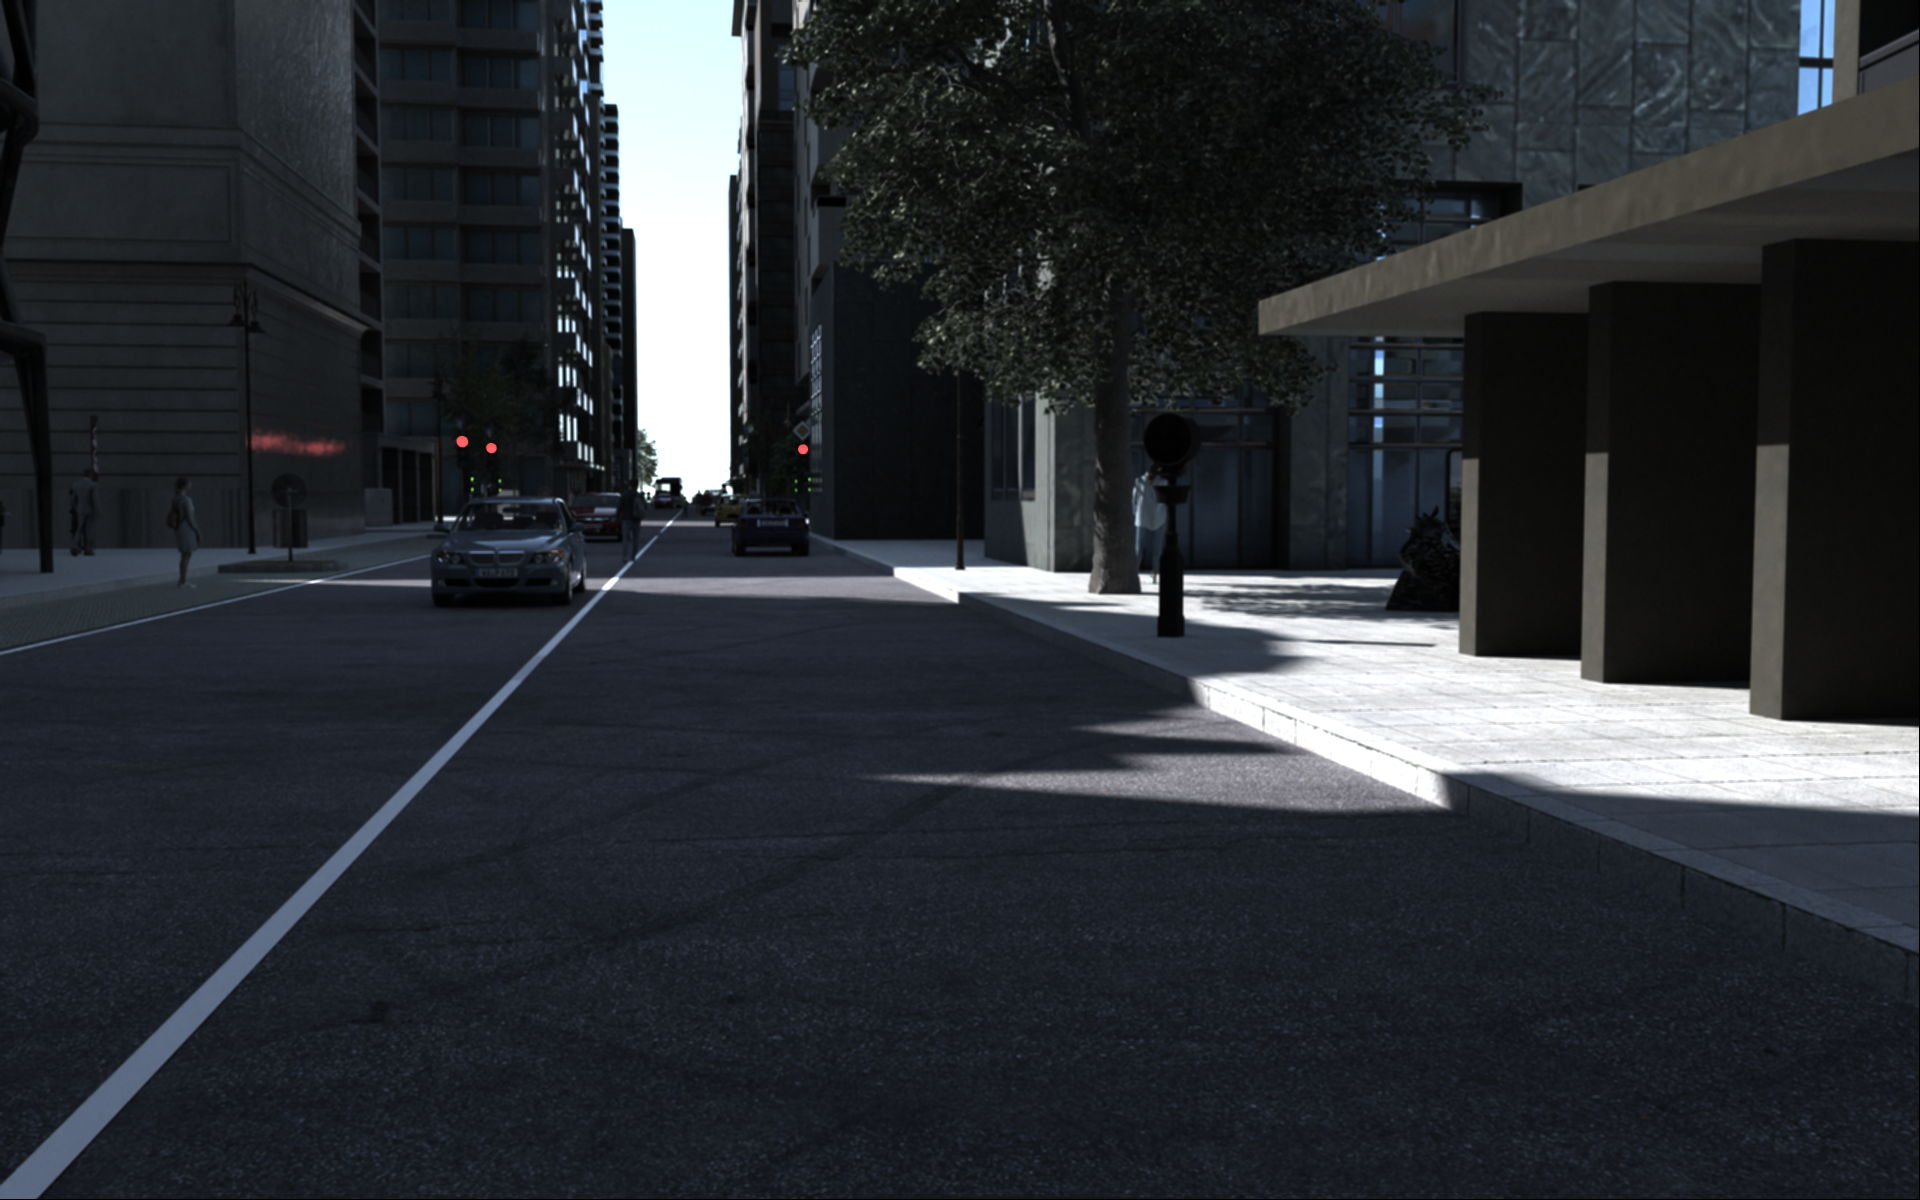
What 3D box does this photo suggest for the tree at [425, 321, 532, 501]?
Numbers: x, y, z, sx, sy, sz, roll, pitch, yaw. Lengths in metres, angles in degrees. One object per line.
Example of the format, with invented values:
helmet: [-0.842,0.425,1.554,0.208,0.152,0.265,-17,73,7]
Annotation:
tree: [-20.701,-7.550,73.811,4.737,8.622,4.395,0,3,0]

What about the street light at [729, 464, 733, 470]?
street light: [-28.267,-14.865,215.825,0.468,5.910,1.993,-1,4,-9]

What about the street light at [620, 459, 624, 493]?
street light: [-43.422,-15.297,222.885,0.468,5.910,1.993,-1,4,-9]

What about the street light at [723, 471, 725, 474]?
street light: [-36.558,-18.212,270.560,0.468,5.910,1.993,-1,4,-9]

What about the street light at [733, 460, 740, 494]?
street light: [-24.209,-13.225,189.017,0.468,5.910,1.993,-1,4,-9]

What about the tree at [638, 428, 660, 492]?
tree: [-54.664,-23.097,295.763,7.486,12.596,7.792,0,3,0]

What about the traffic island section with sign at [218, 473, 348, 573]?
traffic island section with sign: [-12.519,-1.441,32.194,1.989,1.847,2.006,-1,4,-9]

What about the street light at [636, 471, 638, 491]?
street light: [-51.614,-18.600,276.899,0.468,5.910,1.993,-1,4,-9]

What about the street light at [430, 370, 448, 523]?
street light: [-19.439,-5.623,64.727,0.468,5.910,1.993,-1,4,-9]

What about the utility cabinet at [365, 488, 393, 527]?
utility cabinet: [-22.633,-3.597,67.486,0.318,1.500,1.173,2,4,25]

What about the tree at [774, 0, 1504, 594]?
tree: [2.056,-7.051,21.937,9.857,13.997,8.962,0,3,0]

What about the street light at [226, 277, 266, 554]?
street light: [-15.232,-3.933,37.088,0.468,5.910,1.993,-1,4,-9]

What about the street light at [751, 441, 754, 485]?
street light: [-16.710,-10.236,140.142,0.468,5.910,1.993,-1,4,-9]

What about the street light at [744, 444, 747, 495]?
street light: [-19.972,-11.541,161.486,0.468,5.910,1.993,-1,4,-9]

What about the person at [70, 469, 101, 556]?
person: [-18.209,-1.831,36.098,0.709,1.813,0.853,0,4,1]

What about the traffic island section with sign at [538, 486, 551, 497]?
traffic island section with sign: [-20.760,-4.777,86.732,1.989,1.847,2.006,-1,4,-9]

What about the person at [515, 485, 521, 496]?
person: [-25.596,-5.801,101.101,1.509,1.804,0.699,1,4,22]

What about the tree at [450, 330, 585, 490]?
tree: [-25.488,-10.038,98.537,7.601,10.594,8.767,1,4,13]

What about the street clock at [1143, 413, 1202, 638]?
street clock: [1.901,-0.671,15.545,0.471,2.002,0.358,2,4,28]

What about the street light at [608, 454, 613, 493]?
street light: [-39.083,-13.507,193.622,0.468,5.910,1.993,-1,4,-9]

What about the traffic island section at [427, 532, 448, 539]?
traffic island section: [-16.197,-2.100,56.619,2.009,0.180,2.903,-1,4,-9]

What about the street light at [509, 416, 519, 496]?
street light: [-23.577,-7.262,91.523,0.468,5.910,1.993,-1,4,-9]

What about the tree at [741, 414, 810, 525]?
tree: [-6.104,-5.364,71.420,4.285,4.588,4.351,0,3,0]

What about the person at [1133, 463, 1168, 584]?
person: [2.711,-1.133,24.832,0.793,1.790,0.793,-1,4,-22]

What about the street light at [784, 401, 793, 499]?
street light: [-8.496,-6.918,85.899,0.468,5.910,1.993,-1,4,-9]

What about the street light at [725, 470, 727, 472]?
street light: [-32.298,-16.535,243.131,0.468,5.910,1.993,-1,4,-9]

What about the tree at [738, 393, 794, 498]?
tree: [-14.037,-10.650,124.494,4.737,8.622,4.395,0,3,0]

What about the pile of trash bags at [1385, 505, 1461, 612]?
pile of trash bags: [6.192,-0.532,18.453,1.912,1.369,3.447,-2,4,-31]

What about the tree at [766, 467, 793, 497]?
tree: [-10.017,-6.192,95.848,1.663,3.219,1.824,0,3,0]

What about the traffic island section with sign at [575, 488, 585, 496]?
traffic island section with sign: [-24.798,-6.407,113.384,1.989,1.847,2.006,-1,4,-9]

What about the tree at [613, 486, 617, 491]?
tree: [-43.348,-13.401,213.699,1.663,3.219,1.824,0,3,0]

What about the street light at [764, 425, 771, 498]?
street light: [-12.604,-8.597,113.341,0.468,5.910,1.993,-1,4,-9]

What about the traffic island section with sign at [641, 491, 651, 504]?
traffic island section with sign: [-48.609,-16.040,270.881,1.989,1.847,2.006,-1,4,-9]

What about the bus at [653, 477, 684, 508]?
bus: [-30.283,-11.363,180.642,2.948,3.499,13.247,0,4,-8]

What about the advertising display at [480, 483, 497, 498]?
advertising display: [-28.178,-6.015,103.554,0.974,1.923,0.123,-1,4,-21]

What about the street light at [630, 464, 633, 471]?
street light: [-47.456,-16.945,249.831,0.468,5.910,1.993,-1,4,-9]

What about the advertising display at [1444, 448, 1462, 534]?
advertising display: [7.368,-1.183,24.556,0.974,1.923,0.123,0,4,0]

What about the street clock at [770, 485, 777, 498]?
street clock: [-11.038,-6.012,102.866,0.471,2.002,0.358,-3,4,-37]

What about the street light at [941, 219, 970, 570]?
street light: [0.003,-3.451,29.217,0.468,5.910,1.993,-1,4,-9]

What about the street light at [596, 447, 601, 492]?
street light: [-34.828,-11.869,166.844,0.468,5.910,1.993,-1,4,-9]

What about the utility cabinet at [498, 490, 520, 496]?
utility cabinet: [-24.829,-5.302,95.364,1.173,1.500,0.318,1,4,12]

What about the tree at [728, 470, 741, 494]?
tree: [-28.576,-14.832,226.210,4.285,4.588,4.351,0,3,0]

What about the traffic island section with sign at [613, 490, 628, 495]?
traffic island section with sign: [-32.358,-9.468,163.430,1.989,1.847,2.006,-1,4,-9]
